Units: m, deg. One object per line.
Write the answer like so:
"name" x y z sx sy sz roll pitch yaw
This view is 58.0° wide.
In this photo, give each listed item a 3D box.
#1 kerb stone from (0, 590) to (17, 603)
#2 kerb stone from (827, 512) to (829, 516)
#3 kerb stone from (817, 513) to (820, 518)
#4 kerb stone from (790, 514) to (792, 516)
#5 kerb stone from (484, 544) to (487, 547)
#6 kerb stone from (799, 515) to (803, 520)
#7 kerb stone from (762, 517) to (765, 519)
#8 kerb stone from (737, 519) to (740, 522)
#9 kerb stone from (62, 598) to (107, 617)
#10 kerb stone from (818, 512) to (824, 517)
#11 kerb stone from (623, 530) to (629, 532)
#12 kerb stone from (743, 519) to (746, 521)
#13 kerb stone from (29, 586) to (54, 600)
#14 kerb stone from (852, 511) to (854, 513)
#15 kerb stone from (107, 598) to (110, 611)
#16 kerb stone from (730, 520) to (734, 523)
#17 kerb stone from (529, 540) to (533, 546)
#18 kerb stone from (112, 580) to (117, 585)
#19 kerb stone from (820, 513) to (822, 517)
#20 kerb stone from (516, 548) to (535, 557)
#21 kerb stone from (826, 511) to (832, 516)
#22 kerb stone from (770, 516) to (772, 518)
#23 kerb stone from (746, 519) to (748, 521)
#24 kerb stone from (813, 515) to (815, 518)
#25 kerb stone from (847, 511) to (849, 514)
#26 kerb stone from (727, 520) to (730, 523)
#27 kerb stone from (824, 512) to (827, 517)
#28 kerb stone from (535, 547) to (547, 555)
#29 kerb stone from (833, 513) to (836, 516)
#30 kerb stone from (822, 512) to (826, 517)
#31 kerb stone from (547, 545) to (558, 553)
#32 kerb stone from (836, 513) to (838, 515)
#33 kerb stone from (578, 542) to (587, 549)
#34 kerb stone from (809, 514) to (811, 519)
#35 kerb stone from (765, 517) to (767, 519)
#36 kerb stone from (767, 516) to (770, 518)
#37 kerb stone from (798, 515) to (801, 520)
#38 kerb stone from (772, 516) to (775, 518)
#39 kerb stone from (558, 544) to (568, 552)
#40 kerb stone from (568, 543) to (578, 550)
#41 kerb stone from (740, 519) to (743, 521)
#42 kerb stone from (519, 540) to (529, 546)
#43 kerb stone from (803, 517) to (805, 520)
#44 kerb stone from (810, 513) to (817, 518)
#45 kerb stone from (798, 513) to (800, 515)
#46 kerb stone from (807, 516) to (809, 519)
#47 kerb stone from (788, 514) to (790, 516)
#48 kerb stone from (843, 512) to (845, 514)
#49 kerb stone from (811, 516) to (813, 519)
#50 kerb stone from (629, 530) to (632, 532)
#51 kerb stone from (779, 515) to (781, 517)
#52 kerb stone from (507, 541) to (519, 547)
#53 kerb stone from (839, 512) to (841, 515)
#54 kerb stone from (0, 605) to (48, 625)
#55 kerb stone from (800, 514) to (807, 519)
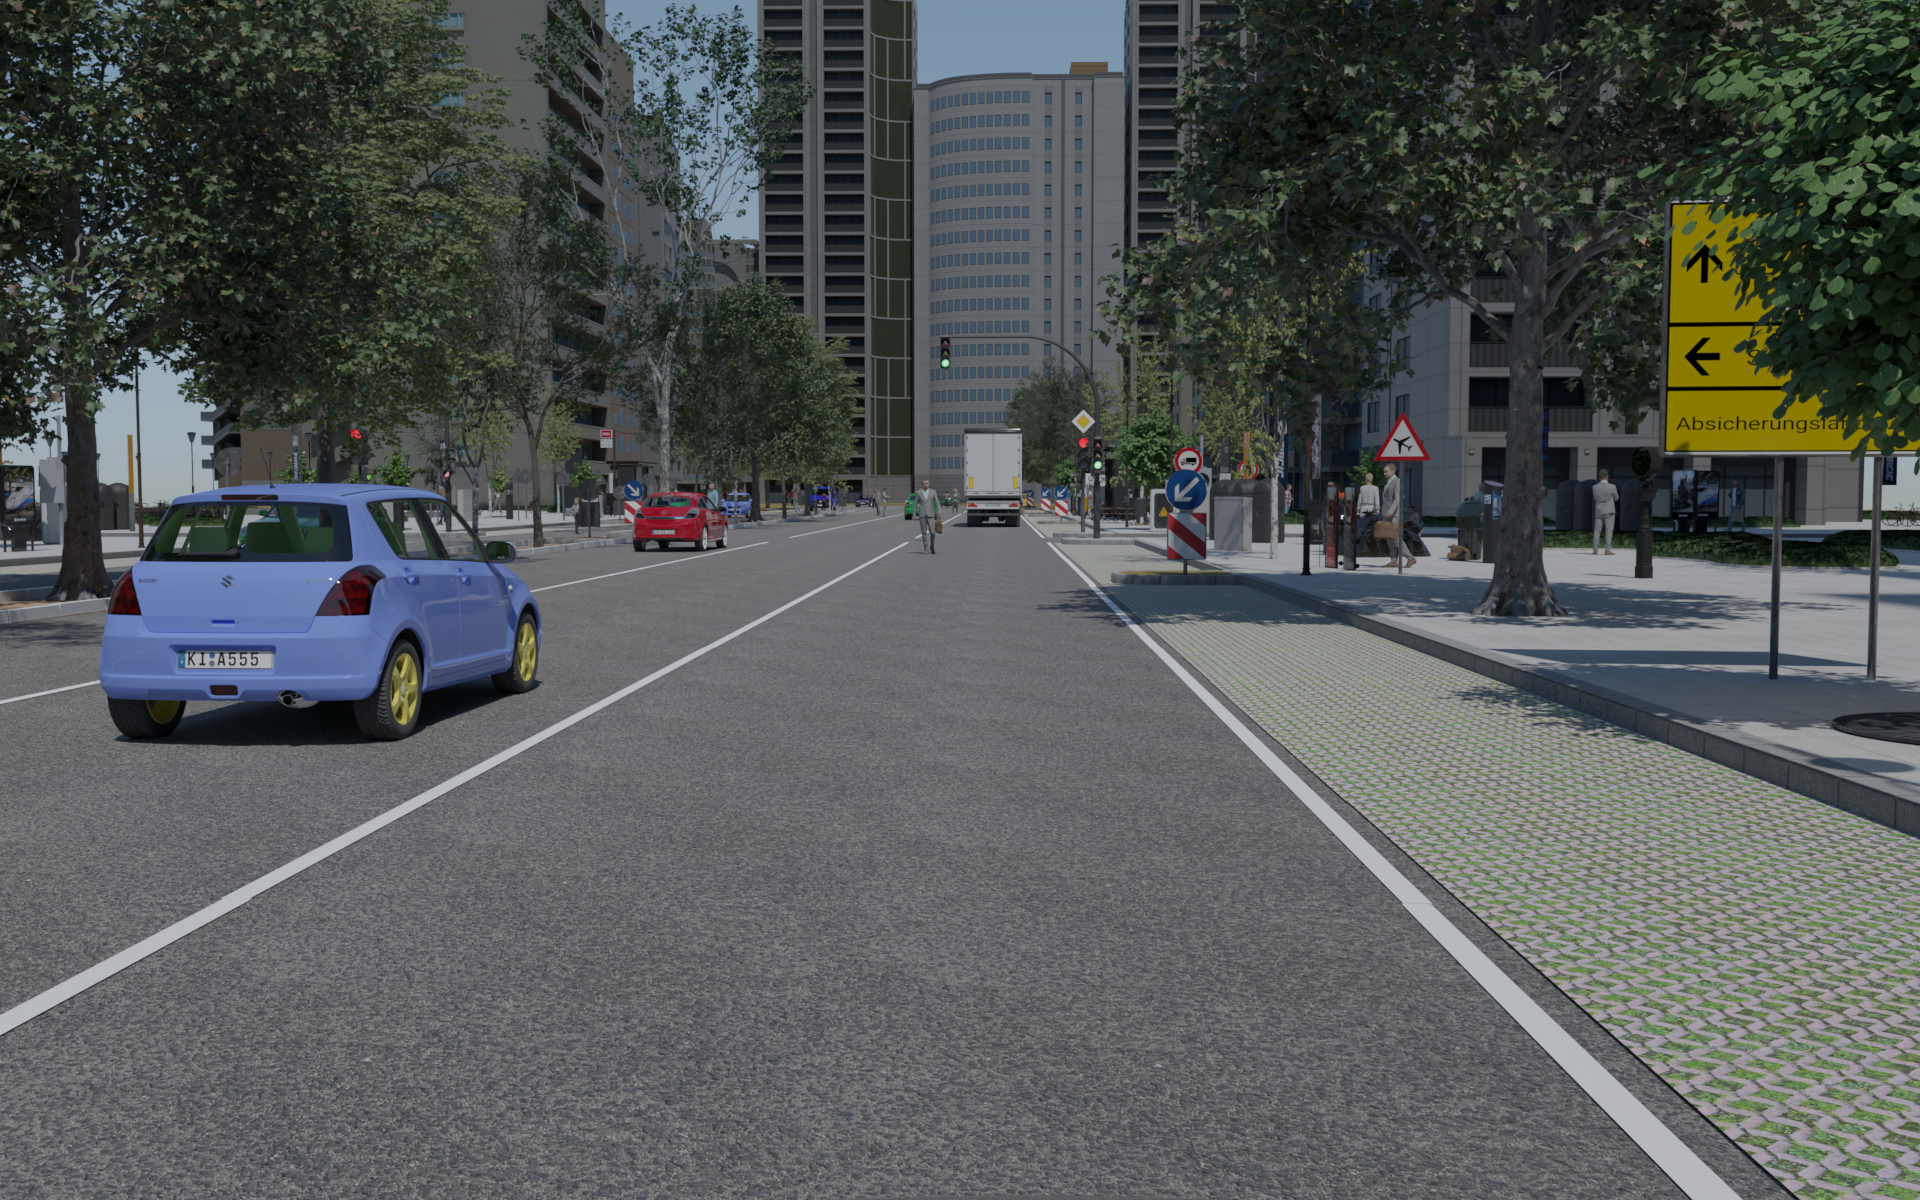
"kerb stone" -12.608 -0.034 22.748 0.120 0.150 1.000 0 4 1
"kerb stone" -8.559 -5.334 109.409 0.120 0.150 1.000 0 4 1
"kerb stone" -8.668 -5.018 104.281 0.120 0.150 1.000 0 4 1
"kerb stone" -10.699 -5.211 107.400 0.120 0.150 1.000 0 4 1
"kerb stone" -12.111 -1.351 44.281 0.120 0.150 1.000 0 4 1
"kerb stone" -8.881 -4.456 95.046 0.120 0.150 1.000 0 4 1
"kerb stone" -10.985 -4.457 95.098 0.120 0.150 1.000 0 4 1
"kerb stone" -11.184 -3.894 85.856 0.120 0.150 1.000 0 4 1
"kerb stone" -10.543 0.091 20.702 0.120 0.150 1.000 0 4 1
"kerb stone" -8.633 -5.146 106.338 0.120 0.150 1.000 0 4 1
"kerb stone" -11.754 -2.325 60.212 0.120 0.150 1.000 0 4 1
"kerb stone" -11.136 -4.019 87.912 0.120 0.150 1.000 0 4 1
"kerb stone" -12.567 -0.096 23.773 0.120 0.150 1.000 0 4 1
"kerb stone" -8.145 -6.462 127.852 0.120 0.150 1.000 0 4 1
"kerb stone" -10.519 0.036 21.724 0.120 0.150 1.000 0 4 1
"kerb stone" -11.215 -3.822 84.827 0.120 0.150 1.000 0 4 1
"kerb stone" -12.023 -1.601 48.376 0.120 0.150 1.000 0 4 1
"kerb stone" -12.523 -0.223 25.835 0.120 0.150 1.000 0 4 1
"kerb stone" -8.653 -5.083 105.303 0.120 0.150 1.000 0 4 1
"kerb stone" -10.109 -1.095 40.186 0.120 0.150 1.000 0 4 1
"kerb stone" -8.515 -5.459 111.455 0.120 0.150 1.000 0 4 1
"kerb stone" -10.913 -4.646 98.165 0.120 0.150 1.000 0 4 1
"kerb stone" -11.117 -4.082 88.934 0.120 0.150 1.000 0 4 1
"kerb stone" -8.739 -4.825 101.202 0.120 0.150 1.000 0 4 1
"kerb stone" -8.239 -6.212 123.758 0.120 0.150 1.000 0 4 1
"kerb stone" -11.255 -3.706 82.782 0.120 0.150 1.000 0 4 1
"kerb stone" -8.587 -5.271 108.384 0.120 0.150 1.000 0 4 1
"kerb stone" -10.077 -1.161 41.212 0.120 0.150 1.000 0 4 1
"kerb stone" -8.444 -5.647 114.530 0.120 0.150 1.000 0 4 1
"kerb stone" -8.602 -5.207 107.361 0.120 0.150 1.000 0 4 1
"kerb stone" -10.057 -1.225 42.234 0.120 0.150 1.000 0 4 1
"kerb stone" -8.421 -5.703 115.552 0.120 0.150 1.000 0 4 1
"kerb stone" -9.996 -1.414 45.310 0.120 0.150 1.000 0 4 1
"kerb stone" -8.787 -4.701 99.147 0.120 0.150 1.000 0 4 1
"kerb stone" -10.965 -4.521 96.120 0.120 0.150 1.000 0 4 1
"kerb stone" -10.928 -4.584 97.142 0.120 0.150 1.000 0 4 1
"kerb stone" -8.901 -4.393 94.016 0.120 0.150 1.000 0 4 1
"kerb stone" -10.889 -4.709 99.187 0.120 0.150 1.000 0 4 1
"kerb stone" -10.037 -1.284 43.256 0.120 0.150 1.000 0 4 1
"kerb stone" -10.012 -1.351 44.279 0.120 0.150 1.000 0 4 1
"kerb stone" -11.166 -3.956 86.878 0.120 0.150 1.000 0 4 1
"kerb stone" -12.049 -1.539 47.355 0.120 0.150 1.000 0 4 1
"kerb stone" -8.867 -4.517 96.070 0.120 0.150 1.000 0 4 1
"kerb stone" -8.719 -4.895 102.228 0.120 0.150 1.000 0 4 1
"kerb stone" -10.611 -5.459 111.502 0.120 0.150 1.000 0 4 1
"kerb stone" -8.807 -4.644 98.117 0.120 0.150 1.000 0 4 1
"kerb stone" -10.728 -5.148 106.371 0.120 0.150 1.000 0 4 1
"kerb stone" -8.307 -6.024 120.680 0.120 0.150 1.000 0 4 1
"kerb stone" -8.767 -4.769 100.176 0.120 0.150 1.000 0 4 1
"kerb stone" -11.738 -2.388 61.239 0.120 0.150 1.000 0 4 1
"kerb stone" -10.821 -4.897 102.270 0.120 0.150 1.000 0 4 1
"kerb stone" -12.068 -1.469 46.325 0.120 0.150 1.000 0 4 1
"kerb stone" -8.373 -5.835 117.596 0.120 0.150 1.000 0 4 1
"kerb stone" -10.564 0.162 19.680 0.120 0.150 1.000 0 4 1
"kerb stone" -8.832 -4.581 97.095 0.120 0.150 1.000 0 4 1
